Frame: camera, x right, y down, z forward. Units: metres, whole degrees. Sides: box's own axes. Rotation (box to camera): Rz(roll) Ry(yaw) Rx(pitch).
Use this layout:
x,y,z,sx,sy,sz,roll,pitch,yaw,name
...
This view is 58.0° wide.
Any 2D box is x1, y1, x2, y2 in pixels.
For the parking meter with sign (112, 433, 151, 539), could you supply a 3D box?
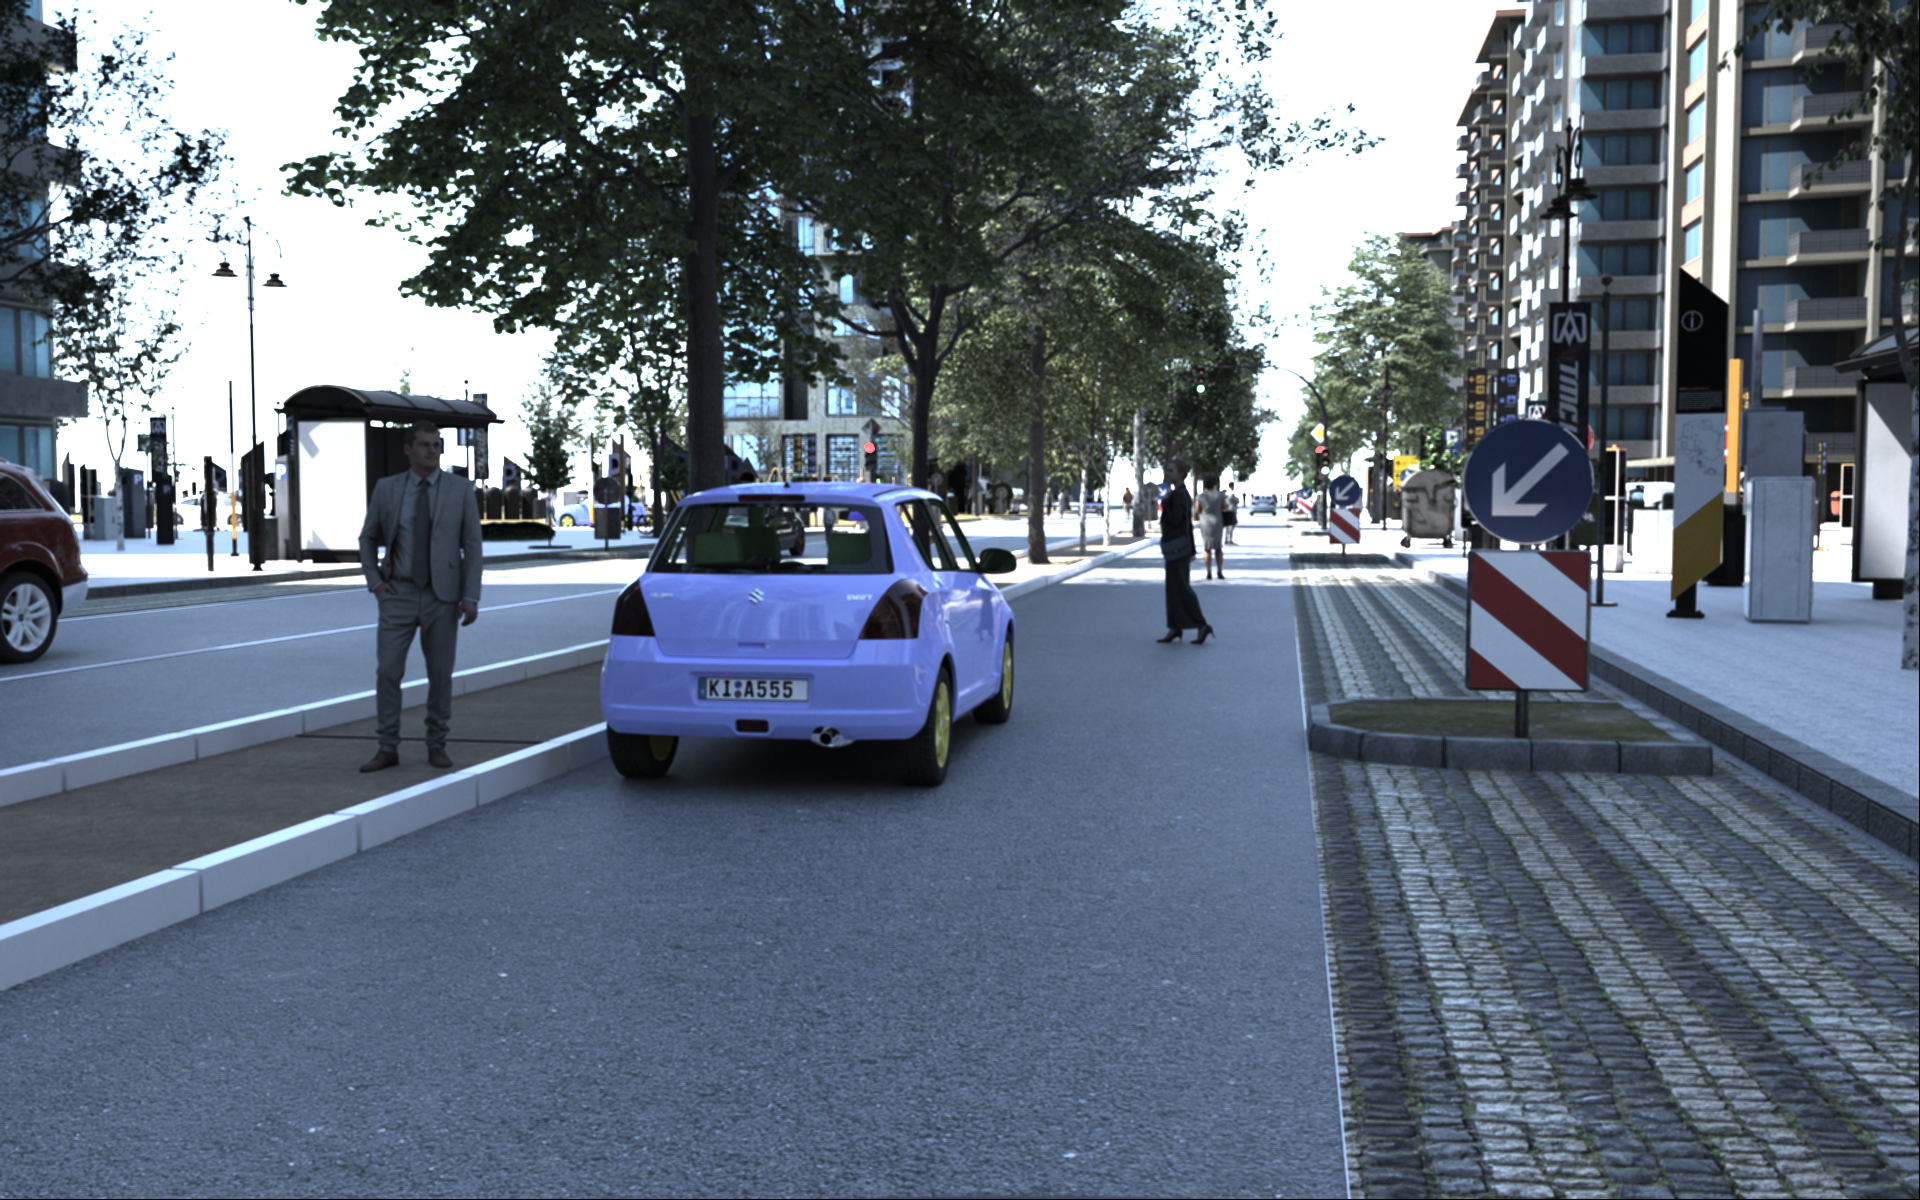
x,y,z,sx,sy,sz,roll,pitch,yaw,name
-24.045,-3.309,50.355,1.738,3.016,0.543,3,4,36,parking meter with sign

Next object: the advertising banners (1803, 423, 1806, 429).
x,y,z,sx,sy,sz,roll,pitch,yaw,name
19.658,-2.836,42.552,2.074,3.025,0.090,0,4,8,advertising banners

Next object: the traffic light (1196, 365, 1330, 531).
x,y,z,sx,sy,sz,roll,pitch,yaw,name
10.725,-5.286,61.098,4.771,5.953,1.251,1,4,11,traffic light

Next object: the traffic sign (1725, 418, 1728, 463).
x,y,z,sx,sy,sz,roll,pitch,yaw,name
12.621,-1.759,28.861,0.768,2.556,0.104,1,4,17,traffic sign

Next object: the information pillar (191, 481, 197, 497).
x,y,z,sx,sy,sz,roll,pitch,yaw,name
-43.914,-5.802,99.349,0.304,2.012,0.304,-2,4,-24,information pillar

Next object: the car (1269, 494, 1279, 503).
x,y,z,sx,sy,sz,roll,pitch,yaw,name
47.920,-15.539,265.867,2.131,1.459,4.920,1,4,9,car

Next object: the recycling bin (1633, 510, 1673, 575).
x,y,z,sx,sy,sz,roll,pitch,yaw,name
11.205,-0.934,27.818,0.722,1.027,0.722,1,4,21,recycling bin

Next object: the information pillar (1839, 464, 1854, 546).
x,y,z,sx,sy,sz,roll,pitch,yaw,name
21.818,-2.329,42.565,0.304,2.012,0.304,2,4,31,information pillar

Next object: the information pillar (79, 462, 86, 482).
x,y,z,sx,sy,sz,roll,pitch,yaw,name
-63.410,-8.190,125.262,0.504,3.616,0.183,-3,4,-37,information pillar

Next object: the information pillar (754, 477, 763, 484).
x,y,z,sx,sy,sz,roll,pitch,yaw,name
-8.534,-4.216,73.423,0.304,2.012,0.304,3,5,44,information pillar

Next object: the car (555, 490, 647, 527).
x,y,z,sx,sy,sz,roll,pitch,yaw,name
-14.765,-3.761,71.080,3.694,1.707,1.945,1,4,9,car

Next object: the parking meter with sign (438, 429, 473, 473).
x,y,z,sx,sy,sz,roll,pitch,yaw,name
-12.924,-2.956,44.599,0.543,3.016,1.738,-2,4,-33,parking meter with sign

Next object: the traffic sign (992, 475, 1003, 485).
x,y,z,sx,sy,sz,roll,pitch,yaw,name
2.431,-6.884,112.666,0.768,2.556,0.104,1,4,14,traffic sign

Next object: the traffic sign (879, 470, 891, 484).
x,y,z,sx,sy,sz,roll,pitch,yaw,name
-4.205,-5.789,94.661,0.884,2.594,0.081,1,4,15,traffic sign

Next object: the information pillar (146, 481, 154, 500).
x,y,z,sx,sy,sz,roll,pitch,yaw,name
-45.593,-5.688,97.491,0.304,2.012,0.304,2,4,34,information pillar

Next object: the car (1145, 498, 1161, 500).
x,y,z,sx,sy,sz,roll,pitch,yaw,name
10.333,-5.161,93.178,1.959,1.807,4.718,1,4,11,car

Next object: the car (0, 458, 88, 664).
x,y,z,sx,sy,sz,roll,pitch,yaw,name
-9.177,-0.288,13.388,2.281,1.827,5.304,1,4,11,car

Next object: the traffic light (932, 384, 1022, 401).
x,y,z,sx,sy,sz,roll,pitch,yaw,name
0.294,-5.911,71.319,4.771,5.953,1.251,1,4,11,traffic light

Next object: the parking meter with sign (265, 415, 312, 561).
x,y,z,sx,sy,sz,roll,pitch,yaw,name
-13.041,-2.301,33.890,0.543,3.016,1.738,2,4,27,parking meter with sign

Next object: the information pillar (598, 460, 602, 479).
x,y,z,sx,sy,sz,roll,pitch,yaw,name
-23.680,-7.397,112.291,0.504,3.616,0.183,-1,4,-15,information pillar

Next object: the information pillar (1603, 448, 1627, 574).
x,y,z,sx,sy,sz,roll,pitch,yaw,name
10.566,-1.440,28.039,0.304,2.012,0.304,-3,5,-44,information pillar

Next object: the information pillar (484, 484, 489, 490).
x,y,z,sx,sy,sz,roll,pitch,yaw,name
-35.314,-7.624,129.149,0.304,2.012,0.304,-2,4,-28,information pillar

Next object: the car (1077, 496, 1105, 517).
x,y,z,sx,sy,sz,roll,pitch,yaw,name
8.452,-5.937,109.651,1.945,1.354,3.894,1,4,9,car

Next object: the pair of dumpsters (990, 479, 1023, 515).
x,y,z,sx,sy,sz,roll,pitch,yaw,name
2.905,-6.493,108.646,1.574,2.255,4.437,1,4,10,pair of dumpsters

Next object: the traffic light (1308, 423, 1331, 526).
x,y,z,sx,sy,sz,roll,pitch,yaw,name
14.261,-4.880,68.706,0.839,4.253,0.868,1,4,11,traffic light

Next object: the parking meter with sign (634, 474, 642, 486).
x,y,z,sx,sy,sz,roll,pitch,yaw,name
-27.939,-9.273,147.867,0.543,3.016,1.738,2,4,35,parking meter with sign

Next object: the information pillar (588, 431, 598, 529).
x,y,z,sx,sy,sz,roll,pitch,yaw,name
-13.753,-4.481,64.626,0.183,3.616,0.504,-2,4,-24,information pillar

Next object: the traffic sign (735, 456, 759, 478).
x,y,z,sx,sy,sz,roll,pitch,yaw,name
-7.221,-3.592,58.728,0.884,2.594,0.081,1,4,15,traffic sign

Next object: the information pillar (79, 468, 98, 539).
x,y,z,sx,sy,sz,roll,pitch,yaw,name
-24.684,-2.731,49.139,0.304,2.012,0.304,2,4,30,information pillar

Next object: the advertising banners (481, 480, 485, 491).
x,y,z,sx,sy,sz,roll,pitch,yaw,name
-41.897,-9.440,150.527,0.090,3.025,2.074,2,4,30,advertising banners

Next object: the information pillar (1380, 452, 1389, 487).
x,y,z,sx,sy,sz,roll,pitch,yaw,name
23.181,-6.326,94.787,0.504,3.616,0.183,0,4,-2,information pillar

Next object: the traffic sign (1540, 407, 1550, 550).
x,y,z,sx,sy,sz,roll,pitch,yaw,name
8.404,-1.512,24.718,0.884,2.594,0.081,1,4,12,traffic sign

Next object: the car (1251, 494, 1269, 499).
x,y,z,sx,sy,sz,roll,pitch,yaw,name
28.679,-9.316,164.112,2.131,1.459,4.920,1,4,9,car

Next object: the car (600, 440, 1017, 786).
x,y,z,sx,sy,sz,roll,pitch,yaw,name
-0.688,-0.019,9.907,1.945,1.707,3.694,1,4,9,car

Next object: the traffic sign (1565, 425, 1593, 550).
x,y,z,sx,sy,sz,roll,pitch,yaw,name
9.889,-1.720,28.220,0.768,2.556,0.104,1,4,13,traffic sign

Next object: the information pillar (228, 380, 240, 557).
x,y,z,sx,sy,sz,roll,pitch,yaw,name
-14.825,-2.688,35.298,0.183,3.616,0.504,-1,4,-22,information pillar

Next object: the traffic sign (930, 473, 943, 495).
x,y,z,sx,sy,sz,roll,pitch,yaw,name
-1.456,-6.524,106.780,0.768,2.556,0.104,1,4,12,traffic sign

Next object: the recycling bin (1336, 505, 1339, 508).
x,y,z,sx,sy,sz,roll,pitch,yaw,name
29.321,-7.464,134.586,0.722,1.027,0.722,2,4,29,recycling bin

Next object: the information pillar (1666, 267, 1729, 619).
x,y,z,sx,sy,sz,roll,pitch,yaw,name
7.609,-1.620,17.845,0.504,3.616,0.183,2,4,32,information pillar

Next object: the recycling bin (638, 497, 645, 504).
x,y,z,sx,sy,sz,roll,pitch,yaw,name
-24.129,-7.186,130.042,0.722,1.027,0.722,3,4,37,recycling bin

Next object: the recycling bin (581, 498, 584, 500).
x,y,z,sx,sy,sz,roll,pitch,yaw,name
-23.684,-5.991,110.505,0.722,1.027,0.722,2,4,30,recycling bin

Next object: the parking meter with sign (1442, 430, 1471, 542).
x,y,z,sx,sy,sz,roll,pitch,yaw,name
13.549,-3.059,46.272,0.543,3.016,1.738,-1,4,-15,parking meter with sign

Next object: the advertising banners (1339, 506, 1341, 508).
x,y,z,sx,sy,sz,roll,pitch,yaw,name
23.436,-6.751,106.560,0.090,3.025,2.074,1,4,17,advertising banners

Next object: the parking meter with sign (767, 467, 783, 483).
x,y,z,sx,sy,sz,roll,pitch,yaw,name
-12.307,-7.178,113.614,0.543,3.016,1.738,-3,5,-42,parking meter with sign

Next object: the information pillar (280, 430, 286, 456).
x,y,z,sx,sy,sz,roll,pitch,yaw,name
-21.565,-3.937,55.725,0.504,3.616,0.183,-1,4,-16,information pillar

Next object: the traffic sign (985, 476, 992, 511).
x,y,z,sx,sy,sz,roll,pitch,yaw,name
1.918,-7.466,122.073,0.884,2.594,0.081,1,4,15,traffic sign

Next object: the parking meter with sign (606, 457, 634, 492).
x,y,z,sx,sy,sz,roll,pitch,yaw,name
-16.393,-5.217,81.562,1.738,3.016,0.543,1,4,17,parking meter with sign

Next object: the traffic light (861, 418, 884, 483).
x,y,z,sx,sy,sz,roll,pitch,yaw,name
-3.241,-4.581,63.817,0.839,4.253,0.868,1,4,11,traffic light

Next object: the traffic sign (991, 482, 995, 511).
x,y,z,sx,sy,sz,roll,pitch,yaw,name
2.514,-7.559,124.771,0.795,2.450,0.064,1,4,17,traffic sign

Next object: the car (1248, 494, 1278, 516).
x,y,z,sx,sy,sz,roll,pitch,yaw,name
20.198,-6.325,115.421,2.014,1.417,4.499,1,4,10,car

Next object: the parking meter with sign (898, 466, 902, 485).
x,y,z,sx,sy,sz,roll,pitch,yaw,name
-4.552,-6.849,108.246,1.738,3.016,0.543,1,4,12,parking meter with sign

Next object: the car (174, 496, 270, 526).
x,y,z,sx,sy,sz,roll,pitch,yaw,name
-31.465,-3.728,73.314,4.827,1.381,2.083,1,4,10,car

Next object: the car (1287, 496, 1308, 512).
x,y,z,sx,sy,sz,roll,pitch,yaw,name
27.552,-7.842,140.792,1.945,1.354,3.894,1,4,11,car
